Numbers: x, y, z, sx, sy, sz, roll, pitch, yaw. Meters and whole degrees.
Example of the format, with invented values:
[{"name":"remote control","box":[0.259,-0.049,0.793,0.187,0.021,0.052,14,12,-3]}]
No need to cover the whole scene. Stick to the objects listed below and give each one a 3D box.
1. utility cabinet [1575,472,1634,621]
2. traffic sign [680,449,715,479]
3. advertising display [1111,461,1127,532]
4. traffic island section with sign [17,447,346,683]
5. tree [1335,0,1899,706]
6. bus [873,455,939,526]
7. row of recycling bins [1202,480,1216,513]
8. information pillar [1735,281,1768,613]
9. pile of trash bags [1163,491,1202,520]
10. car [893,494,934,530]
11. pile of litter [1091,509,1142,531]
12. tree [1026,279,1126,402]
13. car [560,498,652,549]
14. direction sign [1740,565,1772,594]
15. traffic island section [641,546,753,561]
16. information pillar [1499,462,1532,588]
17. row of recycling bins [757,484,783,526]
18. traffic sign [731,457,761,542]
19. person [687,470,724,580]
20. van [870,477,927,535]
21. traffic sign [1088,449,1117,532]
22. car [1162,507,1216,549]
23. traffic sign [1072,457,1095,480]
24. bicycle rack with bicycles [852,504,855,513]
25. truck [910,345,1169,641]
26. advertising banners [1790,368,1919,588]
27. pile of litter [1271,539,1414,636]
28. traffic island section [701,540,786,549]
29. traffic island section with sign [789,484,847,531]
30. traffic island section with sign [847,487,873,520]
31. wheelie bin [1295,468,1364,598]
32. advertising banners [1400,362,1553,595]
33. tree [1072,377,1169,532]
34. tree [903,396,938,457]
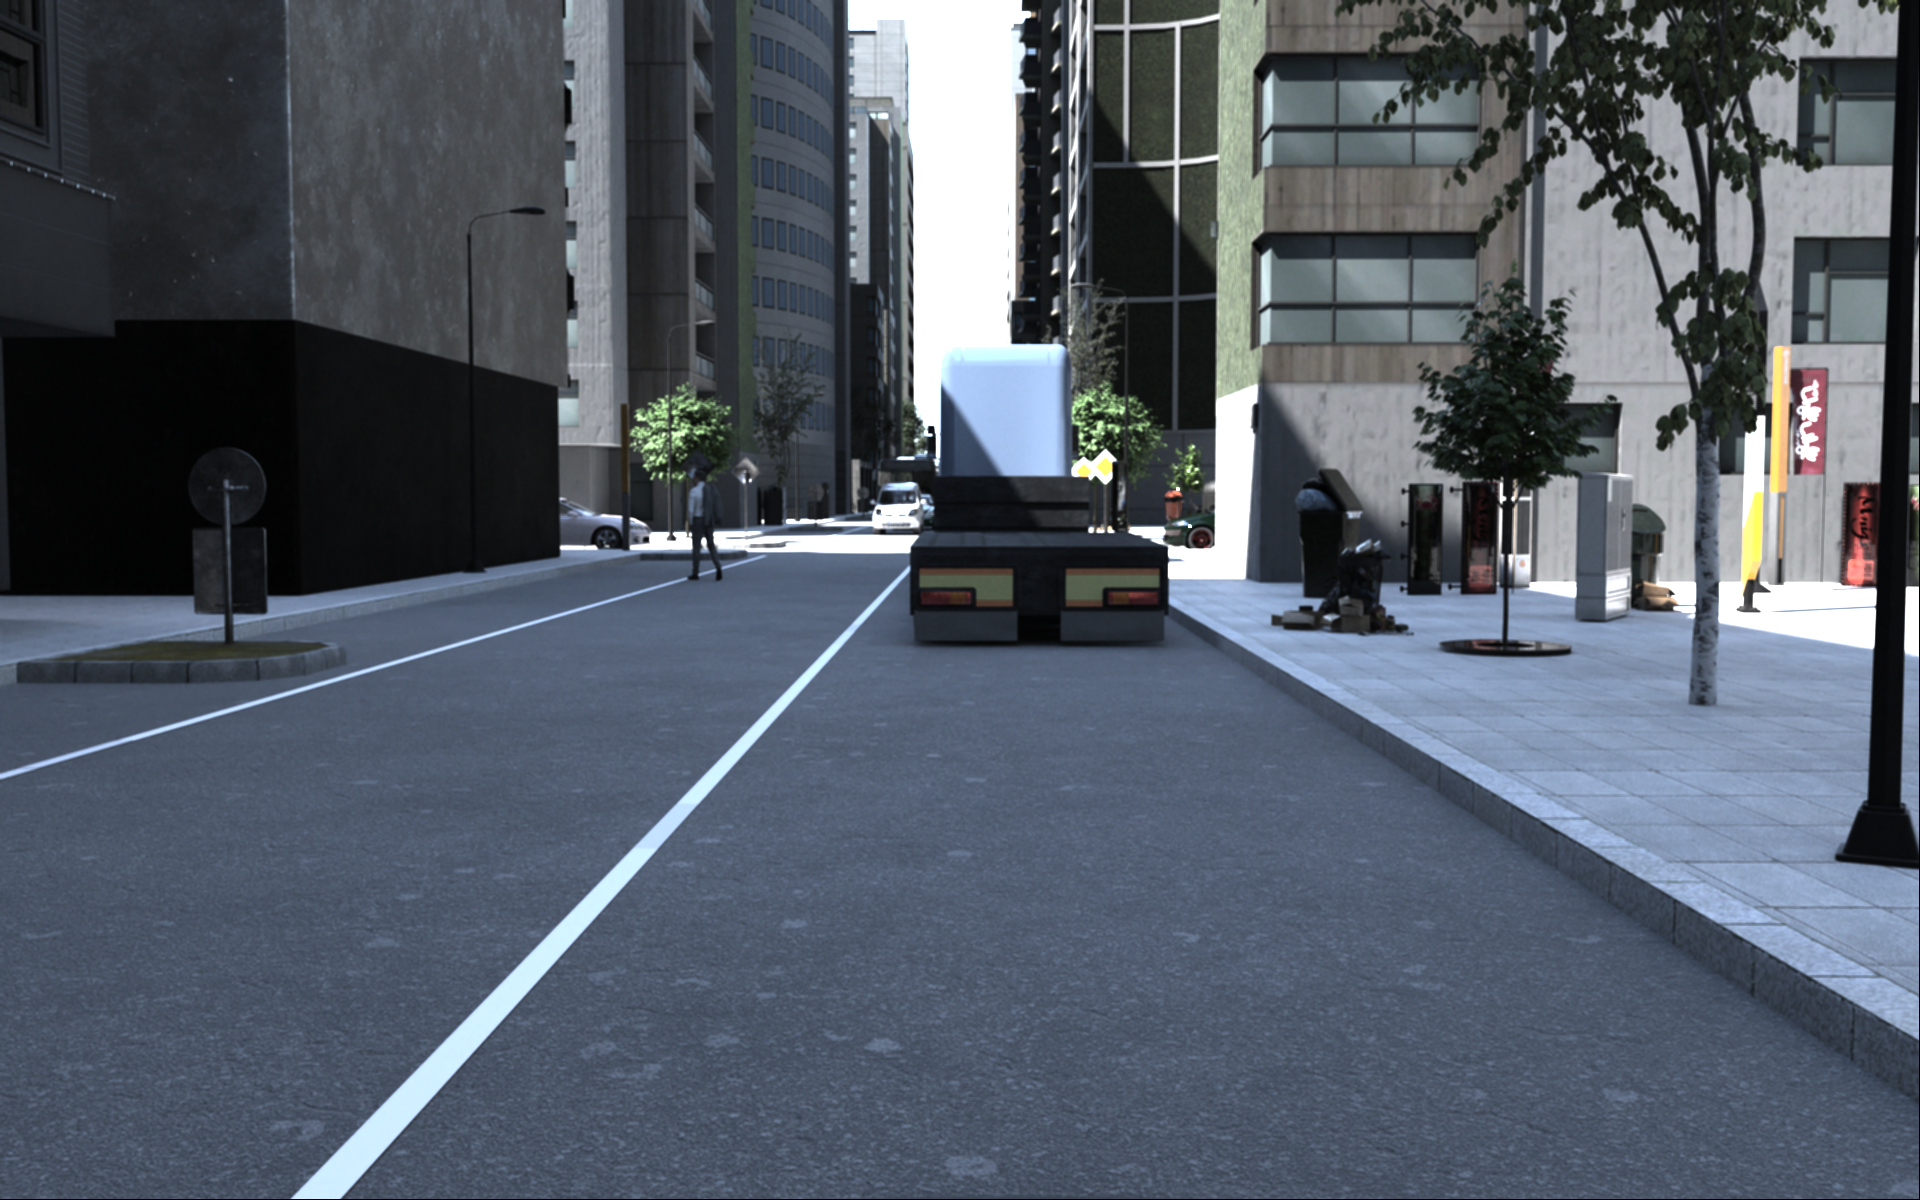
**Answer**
[{"name":"utility cabinet","box":[6.640,-0.558,17.801,0.318,1.500,1.173,2,4,33]},{"name":"traffic sign","box":[-5.858,-2.145,38.714,0.795,2.450,0.064,0,4,1]},{"name":"advertising display","box":[3.099,-1.745,33.740,0.123,1.923,0.974,1,4,15]},{"name":"traffic island section with sign","box":[-6.161,-0.333,14.069,1.989,1.847,2.006,0,4,1]},{"name":"tree","box":[4.301,-3.667,10.313,4.737,8.622,4.395,0,3,0]},{"name":"bus","box":[-2.225,-5.306,81.618,2.948,3.499,13.247,0,4,1]},{"name":"row of recycling bins","box":[8.525,-2.741,51.933,1.069,1.692,3.534,3,5,43]},{"name":"information pillar","box":[8.527,-1.666,18.590,0.183,3.616,0.504,1,4,12]},{"name":"pile of trash bags","box":[7.877,-2.796,55.464,3.447,1.369,1.912,-3,4,-37]},{"name":"car","box":[-1.785,-3.548,69.816,2.131,1.459,4.920,0,4,-1]},{"name":"pile of litter","box":[5.446,-2.823,60.122,1.719,0.858,1.176,1,4,15]},{"name":"tree","box":[3.888,-6.674,59.480,4.360,8.622,3.978,0,3,0]},{"name":"car","box":[-10.197,-1.911,43.608,4.827,1.381,2.083,0,4,-1]},{"name":"direction sign","box":[10.347,-1.860,22.405,0.379,3.537,0.876,2,4,26]},{"name":"traffic island section","box":[-5.882,-1.009,38.776,2.009,0.180,2.903,0,4,1]},{"name":"information pillar","box":[7.596,-1.172,23.654,0.304,2.012,0.304,-1,4,-23]},{"name":"row of recycling bins","box":[-8.998,-3.909,71.029,3.534,1.692,1.069,0,4,5]},{"name":"traffic sign","box":[-5.769,-2.633,46.699,0.795,2.450,0.064,0,4,1]},{"name":"person","box":[-4.234,-1.238,28.836,0.679,1.850,0.850,-3,5,-42]},{"name":"van","box":[-2.163,-3.343,61.676,2.013,2.044,4.112,0,4,1]},{"name":"traffic sign","box":[3.235,-2.138,38.592,0.795,2.450,0.064,0,4,1]},{"name":"car","box":[7.129,-2.029,42.953,4.222,1.686,2.009,0,4,2]},{"name":"traffic sign","box":[3.324,-2.626,46.577,0.795,2.450,0.064,0,4,1]},{"name":"bicycle rack with bicycles","box":[-8.034,-6.207,114.867,2.852,0.926,2.925,3,5,43]},{"name":"truck","box":[0.793,-2.183,25.458,2.967,4.110,18.799,0,4,0]},{"name":"advertising banners","box":[12.495,-1.694,23.883,2.074,3.025,0.090,1,4,20]},{"name":"pile of litter","box":[3.614,-0.151,16.429,1.176,0.858,1.719,0,4,-6]},{"name":"traffic island section","box":[-5.793,-1.497,46.761,2.009,0.180,2.903,0,4,1]},{"name":"traffic island section with sign","box":[-5.570,-3.588,67.284,1.989,1.847,2.006,0,4,1]},{"name":"traffic island section with sign","box":[-5.266,-5.300,95.282,1.989,1.847,2.006,0,4,1]},{"name":"wheelie bin","box":[4.570,-0.832,21.518,0.693,1.594,0.980,2,4,32]},{"name":"advertising banners","box":[6.615,-1.585,22.096,2.074,3.025,0.090,-1,4,-12]},{"name":"tree","box":[4.160,-4.216,52.639,4.285,4.588,4.351,0,3,0]},{"name":"tree","box":[-6.747,-17.204,198.291,9.611,12.733,9.660,0,3,0]}]
